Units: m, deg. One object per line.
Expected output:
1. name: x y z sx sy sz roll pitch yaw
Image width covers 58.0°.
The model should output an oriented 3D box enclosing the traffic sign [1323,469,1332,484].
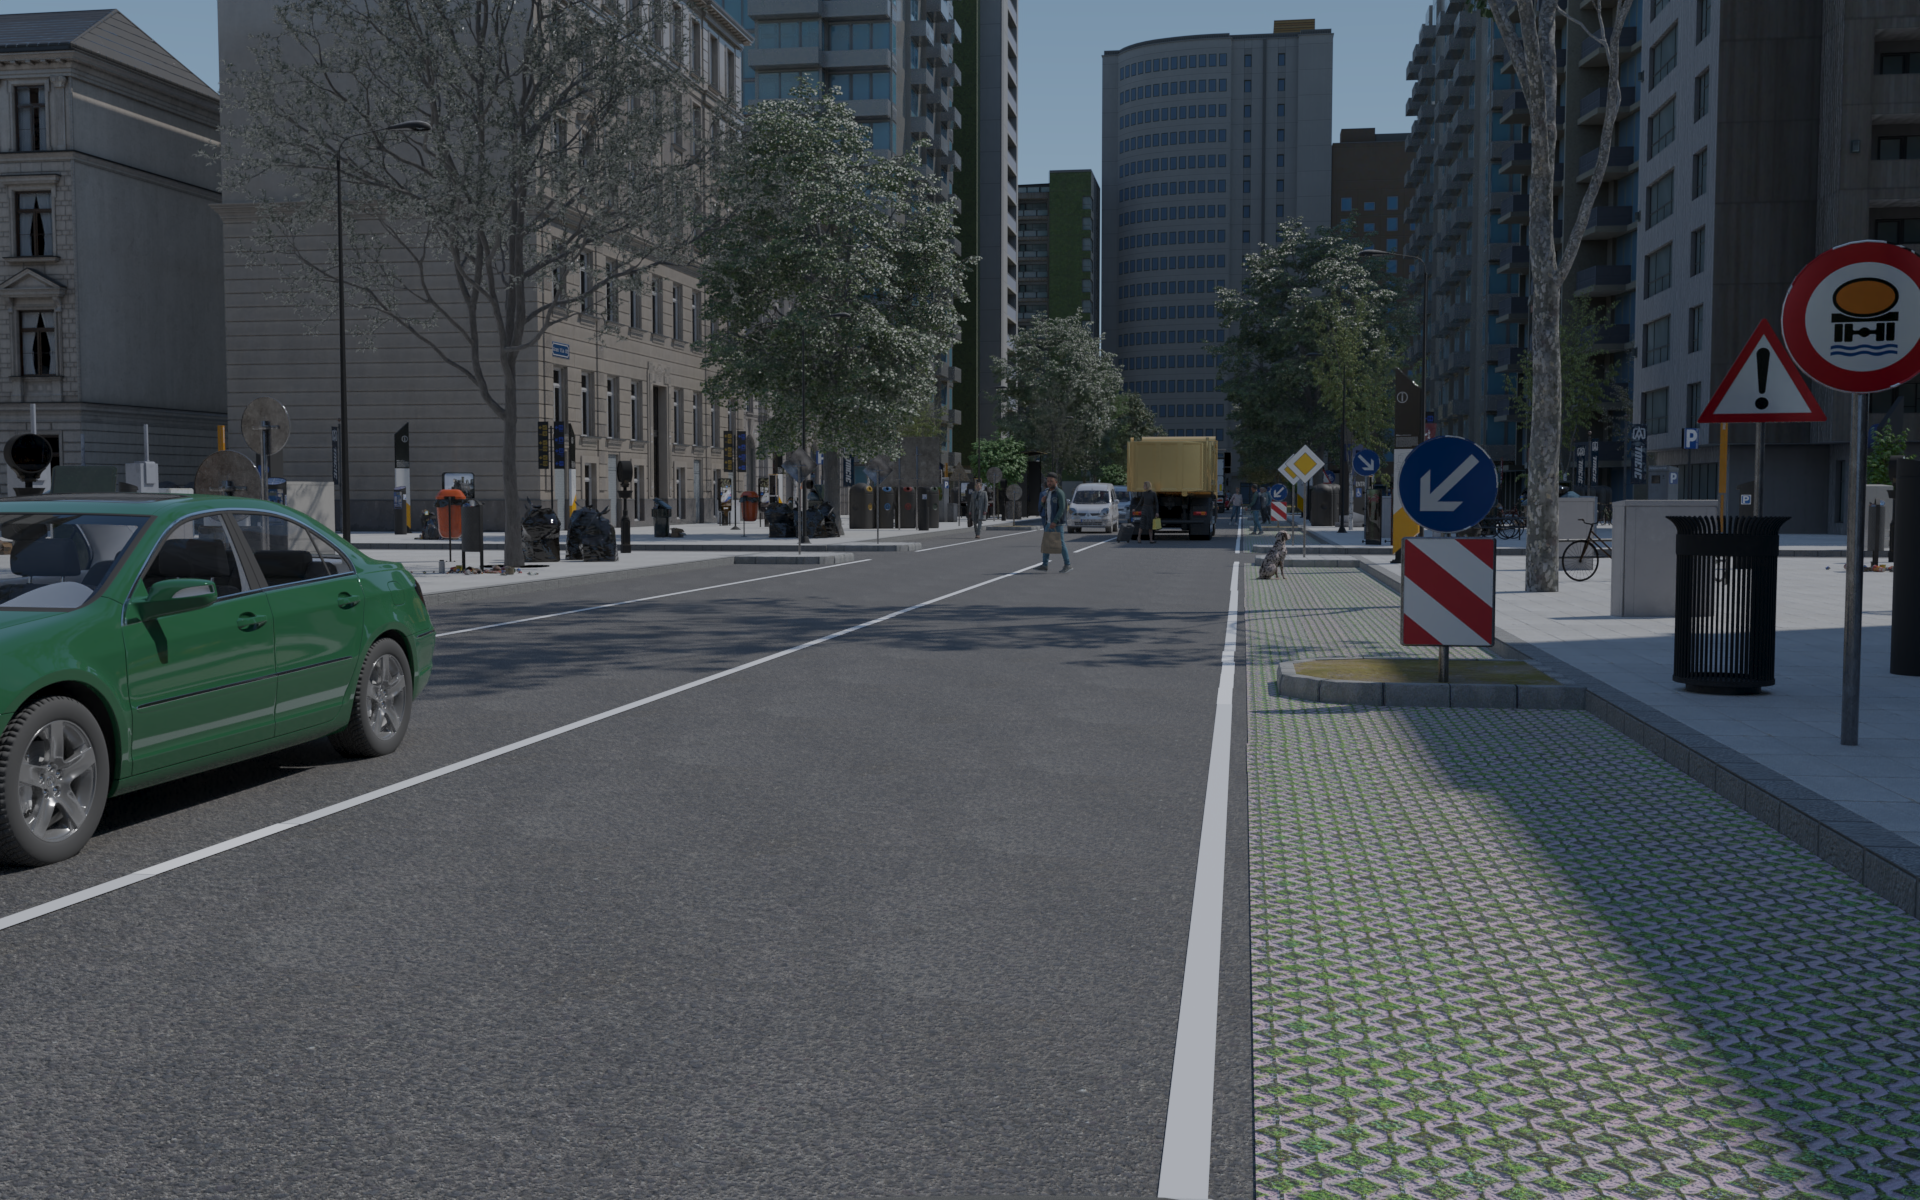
1. traffic sign: 18.842 -5.501 89.944 0.884 2.594 0.081 1 4 10

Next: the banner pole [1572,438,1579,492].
1. banner pole: 27.598 -5.345 77.407 0.863 3.779 0.401 -1 4 -17

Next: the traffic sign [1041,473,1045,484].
1. traffic sign: 4.462 -6.061 99.206 0.768 2.556 0.104 1 4 10

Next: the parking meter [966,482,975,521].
1. parking meter: 0.492 -4.640 81.571 0.399 1.863 0.255 0 3 0

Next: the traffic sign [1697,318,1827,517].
1. traffic sign: 5.963 -0.791 12.934 0.884 2.594 0.081 1 4 16

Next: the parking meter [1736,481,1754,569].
1. parking meter: 13.501 -1.303 29.707 0.372 1.533 0.369 0 3 0

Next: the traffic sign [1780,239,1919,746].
1. traffic sign: 4.552 -0.531 8.787 0.768 2.556 0.104 1 4 18

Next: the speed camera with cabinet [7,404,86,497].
1. speed camera with cabinet: -20.245 -2.717 38.752 0.660 3.252 2.038 1 4 21

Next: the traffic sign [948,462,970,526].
1. traffic sign: -0.034 -4.237 69.284 0.884 2.594 0.081 1 4 11

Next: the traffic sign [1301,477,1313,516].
1. traffic sign: 17.935 -5.346 89.534 0.606 2.300 0.079 1 4 18

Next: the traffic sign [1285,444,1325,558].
1. traffic sign: 6.957 -1.916 34.962 0.795 2.450 0.064 1 4 9

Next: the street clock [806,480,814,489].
1. street clock: -7.483 -5.004 86.382 0.358 2.002 0.471 1 4 16

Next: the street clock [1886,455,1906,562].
1. street clock: 17.577 -1.709 32.515 0.358 2.002 0.471 3 4 38

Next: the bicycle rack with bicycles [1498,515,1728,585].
1. bicycle rack with bicycles: 9.890 -0.703 24.871 2.925 0.926 2.852 -1 4 -21

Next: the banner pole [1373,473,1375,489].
1. banner pole: 25.304 -7.088 105.909 0.401 3.779 0.863 0 4 5

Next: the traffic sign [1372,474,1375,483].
1. traffic sign: 22.701 -5.887 96.365 0.768 2.556 0.104 1 4 10

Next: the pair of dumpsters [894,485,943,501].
1. pair of dumpsters: -1.875 -4.485 75.822 1.574 2.255 4.437 1 4 9

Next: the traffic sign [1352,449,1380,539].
1. traffic sign: 11.567 -3.012 49.357 0.768 2.556 0.104 1 4 16

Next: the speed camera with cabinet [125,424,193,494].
1. speed camera with cabinet: -23.077 -3.402 49.959 0.660 3.252 2.038 1 4 18

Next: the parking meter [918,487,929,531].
1. parking meter: -1.273 -3.194 60.631 0.372 1.533 0.369 0 3 0

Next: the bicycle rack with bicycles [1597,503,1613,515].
1. bicycle rack with bicycles: 26.881 -3.523 70.988 2.852 0.926 2.925 1 4 18

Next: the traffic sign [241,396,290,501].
1. traffic sign: -9.085 -1.378 22.638 0.768 2.556 0.104 1 4 18

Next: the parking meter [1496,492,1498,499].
1. parking meter: 25.166 -4.641 81.589 0.255 1.863 0.399 1 4 11

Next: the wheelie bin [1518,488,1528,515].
1. wheelie bin: 29.617 -5.071 90.813 0.693 1.594 0.980 1 4 20

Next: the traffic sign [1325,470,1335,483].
1. traffic sign: 19.783 -5.692 93.170 0.768 2.556 0.104 1 4 18

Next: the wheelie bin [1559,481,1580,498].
1. wheelie bin: 14.323 -2.052 41.452 0.980 1.594 0.693 1 4 22

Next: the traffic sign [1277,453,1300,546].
1. traffic sign: 8.242 -2.398 42.844 0.795 2.450 0.064 1 4 9

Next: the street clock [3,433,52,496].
1. street clock: -11.161 -0.992 20.785 0.358 2.002 0.471 3 5 43

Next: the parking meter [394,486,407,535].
1. parking meter: -17.668 -2.829 54.671 0.372 1.533 0.369 0 3 0

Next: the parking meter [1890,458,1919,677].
1. parking meter: 6.827 -0.237 12.279 0.372 1.533 0.369 0 3 0

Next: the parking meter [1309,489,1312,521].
1. parking meter: 16.733 -4.505 82.073 0.372 1.533 0.369 0 3 0

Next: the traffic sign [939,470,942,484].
1. traffic sign: -1.059 -4.316 72.695 0.606 2.300 0.079 1 4 18

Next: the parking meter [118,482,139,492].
1. parking meter: -17.242 -1.684 35.939 0.372 1.533 0.369 0 3 0

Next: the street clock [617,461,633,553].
1. street clock: -7.258 -2.017 37.551 0.358 2.002 0.471 -2 4 -27

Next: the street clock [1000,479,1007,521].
1. street clock: 2.088 -4.778 82.692 0.358 2.002 0.471 1 4 17

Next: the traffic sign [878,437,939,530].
1. traffic sign: -1.850 -4.142 61.599 2.265 3.308 0.079 1 4 11

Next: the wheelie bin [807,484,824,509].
1. wheelie bin: -4.589 -2.978 56.603 0.693 1.594 0.980 3 4 36

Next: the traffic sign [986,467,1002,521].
1. traffic sign: 1.606 -4.970 81.373 0.768 2.556 0.104 1 4 13

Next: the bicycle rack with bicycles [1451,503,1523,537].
1. bicycle rack with bicycles: 15.243 -2.212 49.543 2.925 0.926 2.852 2 4 34

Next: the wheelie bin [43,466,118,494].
1. wheelie bin: -9.817 -0.704 19.413 0.980 1.594 0.693 -1 4 -18

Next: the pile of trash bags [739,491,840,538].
1. pile of trash bags: -5.193 -2.553 51.488 3.447 1.369 1.912 2 4 33

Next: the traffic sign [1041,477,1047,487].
1. traffic sign: 5.163 -6.285 104.897 0.606 2.300 0.079 1 4 11

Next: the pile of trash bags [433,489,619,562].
1. pile of trash bags: -8.302 -1.435 33.210 3.447 1.369 1.912 -1 4 -11

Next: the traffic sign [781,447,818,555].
1. traffic sign: -3.397 -2.020 36.665 0.795 2.450 0.064 1 4 9

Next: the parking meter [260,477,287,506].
1. parking meter: -10.198 -1.061 25.753 0.372 1.533 0.369 0 3 0
